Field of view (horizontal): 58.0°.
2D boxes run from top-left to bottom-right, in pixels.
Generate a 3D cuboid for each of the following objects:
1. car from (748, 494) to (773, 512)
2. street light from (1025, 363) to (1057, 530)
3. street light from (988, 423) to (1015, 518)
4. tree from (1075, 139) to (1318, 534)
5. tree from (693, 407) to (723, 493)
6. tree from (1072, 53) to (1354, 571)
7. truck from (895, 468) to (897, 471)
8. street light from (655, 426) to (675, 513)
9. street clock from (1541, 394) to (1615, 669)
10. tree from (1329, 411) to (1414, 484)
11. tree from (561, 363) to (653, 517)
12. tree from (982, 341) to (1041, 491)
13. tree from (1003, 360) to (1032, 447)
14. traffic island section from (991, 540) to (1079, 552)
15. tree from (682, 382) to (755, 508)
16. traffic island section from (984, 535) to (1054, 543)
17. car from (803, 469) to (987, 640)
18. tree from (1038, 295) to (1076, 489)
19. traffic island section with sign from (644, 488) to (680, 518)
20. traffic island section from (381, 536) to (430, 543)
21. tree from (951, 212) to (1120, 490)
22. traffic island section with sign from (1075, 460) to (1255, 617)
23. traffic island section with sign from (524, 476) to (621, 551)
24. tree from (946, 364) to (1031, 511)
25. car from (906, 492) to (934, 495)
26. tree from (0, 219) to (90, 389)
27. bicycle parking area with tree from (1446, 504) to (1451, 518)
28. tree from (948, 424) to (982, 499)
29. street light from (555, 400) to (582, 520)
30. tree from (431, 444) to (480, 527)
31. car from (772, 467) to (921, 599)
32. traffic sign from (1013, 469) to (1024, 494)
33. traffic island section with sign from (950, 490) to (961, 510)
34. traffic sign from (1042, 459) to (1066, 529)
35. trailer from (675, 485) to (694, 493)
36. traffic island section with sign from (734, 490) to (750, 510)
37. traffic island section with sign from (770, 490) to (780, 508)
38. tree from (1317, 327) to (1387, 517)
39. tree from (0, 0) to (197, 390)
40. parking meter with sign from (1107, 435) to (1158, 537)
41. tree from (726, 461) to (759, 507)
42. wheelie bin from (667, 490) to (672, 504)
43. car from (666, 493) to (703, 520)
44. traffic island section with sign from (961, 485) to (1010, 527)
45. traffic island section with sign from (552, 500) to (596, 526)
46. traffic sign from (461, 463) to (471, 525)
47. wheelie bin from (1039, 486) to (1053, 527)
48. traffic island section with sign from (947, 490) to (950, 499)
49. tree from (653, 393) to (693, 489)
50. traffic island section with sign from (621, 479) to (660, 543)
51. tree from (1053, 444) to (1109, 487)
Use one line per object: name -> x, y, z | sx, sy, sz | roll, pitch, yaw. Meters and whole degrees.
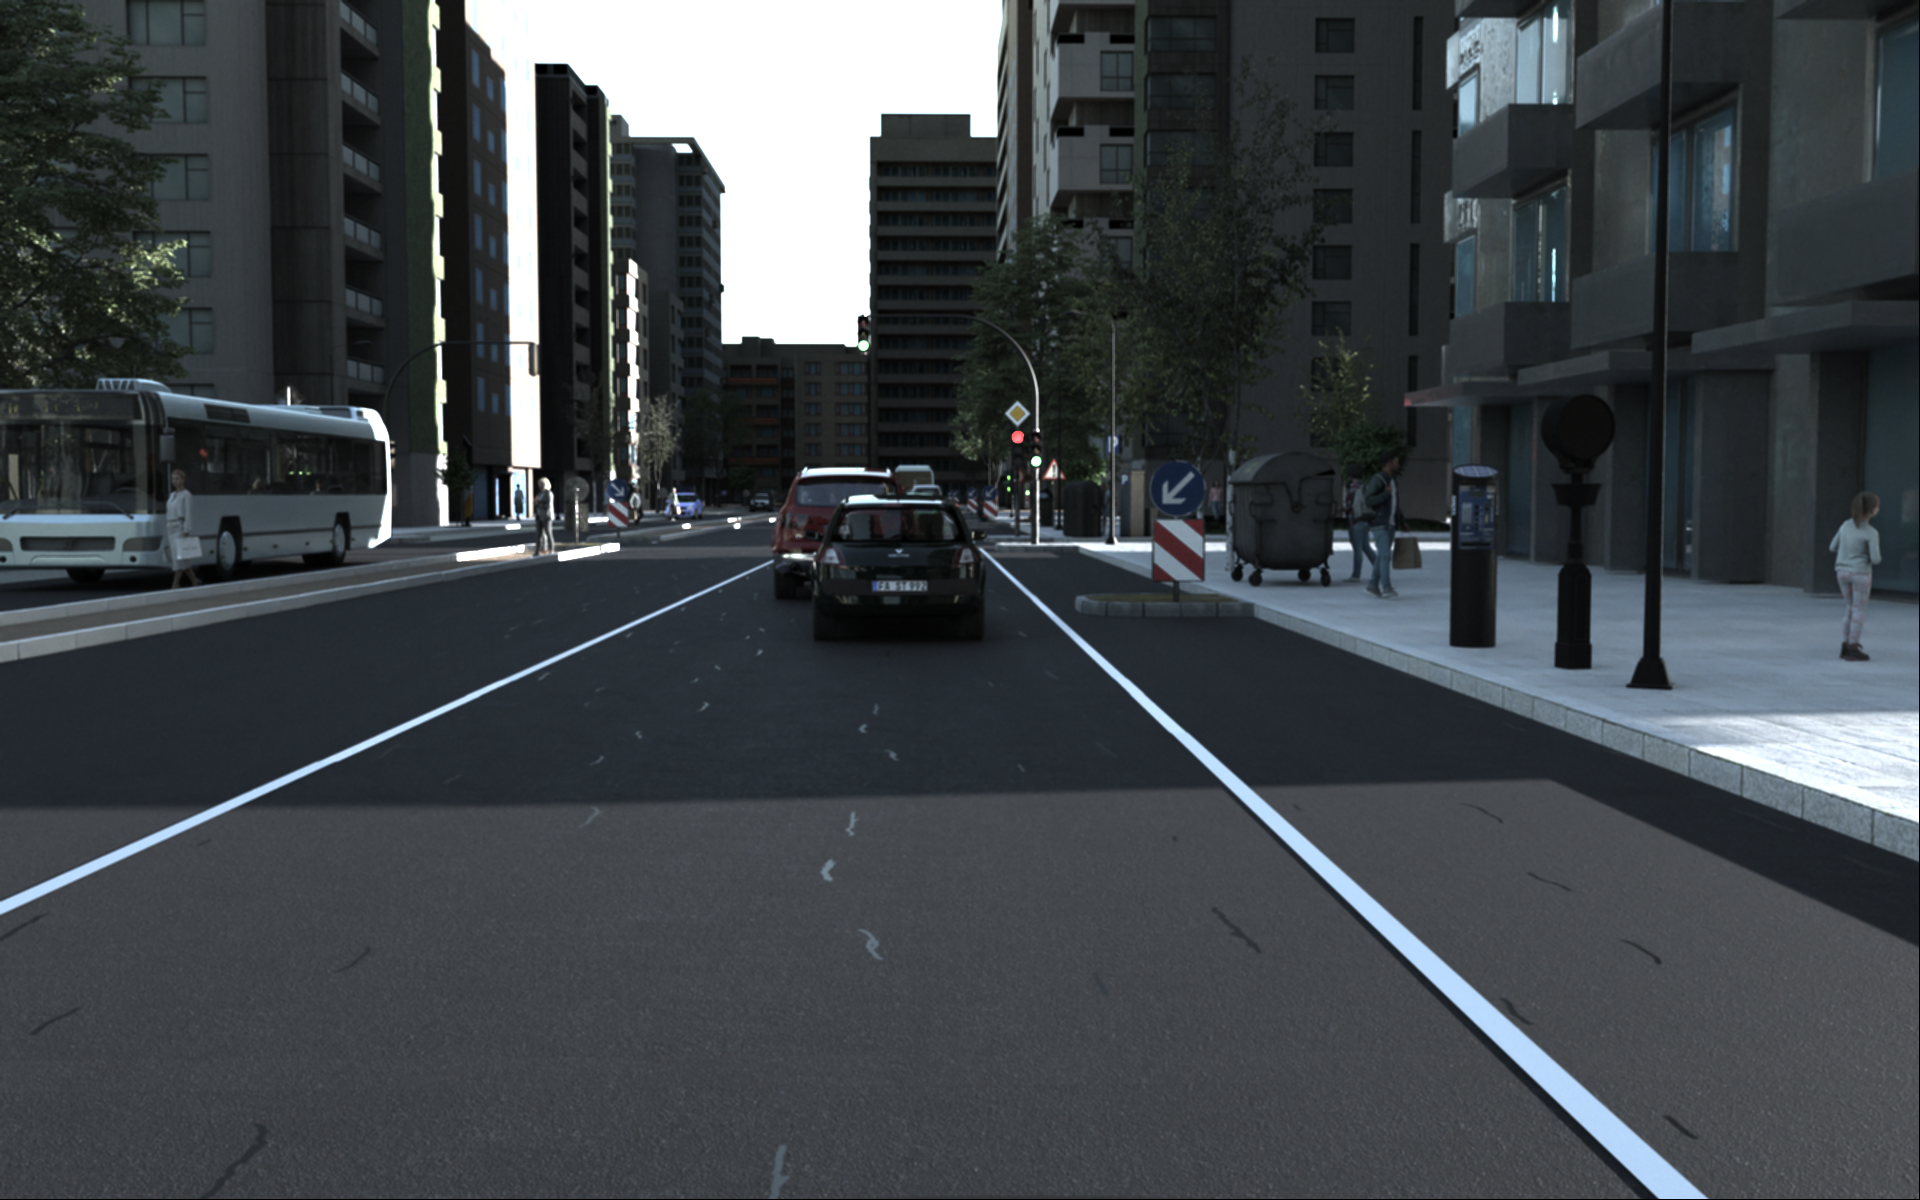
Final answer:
car -> -15.997, -7.931, 139.459 | 2.009, 1.686, 4.222 | 0, 4, -2
street light -> 2.996, -5.443, 61.540 | 1.470, 5.913, 1.316 | 0, 4, -1
street light -> 2.291, -7.422, 93.894 | 1.470, 5.913, 1.316 | 0, 4, -1
tree -> 5.033, -5.235, 35.961 | 4.737, 8.622, 4.395 | 0, 3, 0
tree -> -21.814, -11.821, 143.632 | 4.360, 8.622, 3.978 | 0, 3, 0
tree -> 4.306, -4.799, 28.826 | 4.360, 8.622, 3.978 | 0, 3, 0
truck -> -5.370, -10.977, 169.228 | 2.967, 4.110, 18.799 | 0, 4, -1
street light -> -20.003, -8.869, 117.542 | 1.470, 5.913, 1.316 | 0, 4, -1
street clock -> 4.520, -0.498, 12.712 | 0.471, 2.002, 0.358 | -1, 4, -12
tree -> 16.245, -5.192, 68.596 | 4.285, 4.588, 4.351 | 0, 3, 0
tree -> -20.515, -9.038, 98.140 | 4.360, 8.622, 3.978 | 0, 3, 0
tree -> 4.034, -8.067, 82.253 | 4.360, 8.622, 3.978 | 0, 3, 0
tree -> 4.077, -8.554, 90.218 | 4.737, 8.622, 4.395 | 0, 3, 0
traffic island section -> 1.923, -1.338, 44.164 | 2.009, 0.180, 2.903 | 0, 4, -1
tree -> -22.633, -14.405, 161.280 | 9.928, 11.665, 9.643 | 0, 3, 0
traffic island section -> 1.745, -1.827, 52.147 | 2.009, 0.180, 2.903 | 0, 4, -1
car -> -0.682, -0.529, 18.439 | 2.009, 1.686, 4.222 | 0, 4, -3
tree -> 5.117, -6.460, 55.979 | 4.737, 8.622, 4.395 | 0, 3, 0
traffic island section with sign -> -17.941, -5.859, 104.429 | 1.989, 1.847, 2.006 | 0, 4, -1
traffic island section -> -17.092, -1.801, 51.733 | 2.009, 0.180, 2.903 | 0, 4, -1
tree -> 3.175, -9.313, 70.392 | 7.486, 12.596, 7.792 | 0, 3, 0
traffic island section with sign -> 2.440, -0.767, 21.162 | 1.989, 1.847, 2.006 | 0, 4, -1
traffic island section with sign -> -9.906, -2.202, 44.139 | 2.006, 1.907, 1.989 | 0, 4, -1
tree -> 2.801, -12.629, 132.244 | 9.928, 11.665, 9.643 | 0, 3, 0
car -> -1.175, -1.777, 37.848 | 1.959, 1.807, 4.718 | 0, 4, 0
tree -> -23.124, -5.538, 40.909 | 4.360, 8.622, 3.978 | 0, 3, 0
bicycle parking area with tree -> 28.521, -6.318, 90.294 | 9.016, 4.147, 8.231 | 0, 4, 5
tree -> 1.020, -13.815, 176.232 | 4.360, 8.622, 3.978 | 0, 3, 0
street light -> -19.281, -6.890, 85.187 | 1.470, 5.913, 1.316 | 0, 4, -1
tree -> -19.476, -4.456, 67.453 | 1.663, 3.219, 1.824 | 0, 3, 0
car -> -1.630, -1.018, 25.323 | 2.281, 1.827, 5.304 | 0, 4, -3
traffic sign -> 2.794, -5.289, 86.584 | 0.768, 2.556, 0.104 | 0, 4, 3
traffic island section with sign -> 0.591, -5.844, 104.180 | 1.989, 1.847, 2.006 | 0, 4, -1
traffic sign -> 3.424, -3.859, 63.104 | 0.884, 2.594, 0.081 | 0, 4, 2
trailer -> -18.345, -6.599, 114.937 | 1.471, 1.999, 3.904 | 0, 4, -2
traffic island section with sign -> -19.062, -8.926, 154.563 | 1.989, 1.847, 2.006 | 0, 4, -1
traffic island section with sign -> -19.669, -10.581, 181.632 | 1.989, 1.847, 2.006 | 0, 4, -1
tree -> 16.633, -7.636, 75.207 | 4.737, 8.622, 4.395 | 0, 3, 0
tree -> -19.212, -7.070, 33.725 | 7.486, 12.596, 7.792 | 0, 3, 0
parking meter with sign -> 5.179, -3.393, 51.733 | 1.738, 3.016, 0.543 | -3, 5, -40
tree -> -21.815, -11.632, 173.890 | 4.285, 4.588, 4.351 | 0, 3, 0
wheelie bin -> -21.024, -7.269, 126.759 | 0.693, 1.594, 0.980 | -3, 5, -41
car -> -15.654, -5.432, 98.399 | 1.945, 1.707, 3.694 | 0, 3, 0
traffic island section with sign -> 1.193, -4.166, 76.750 | 1.989, 1.847, 2.006 | 0, 4, -1
traffic island section with sign -> -17.336, -4.199, 77.286 | 1.989, 1.847, 2.006 | 0, 4, -1
traffic sign -> -19.792, -4.200, 68.782 | 0.768, 2.556, 0.104 | 0, 4, 1
wheelie bin -> 3.409, -3.686, 68.177 | 0.693, 1.594, 0.980 | 0, 4, 1
traffic island section with sign -> -0.526, -8.889, 153.956 | 1.989, 1.847, 2.006 | 0, 4, -1
tree -> -21.941, -10.684, 125.039 | 4.360, 8.622, 3.978 | 0, 3, 0
traffic island section with sign -> -10.062, -2.655, 51.545 | 2.006, 1.907, 1.989 | 0, 4, -1
tree -> 6.800, -6.901, 96.540 | 4.285, 4.588, 4.351 | 0, 3, 0
